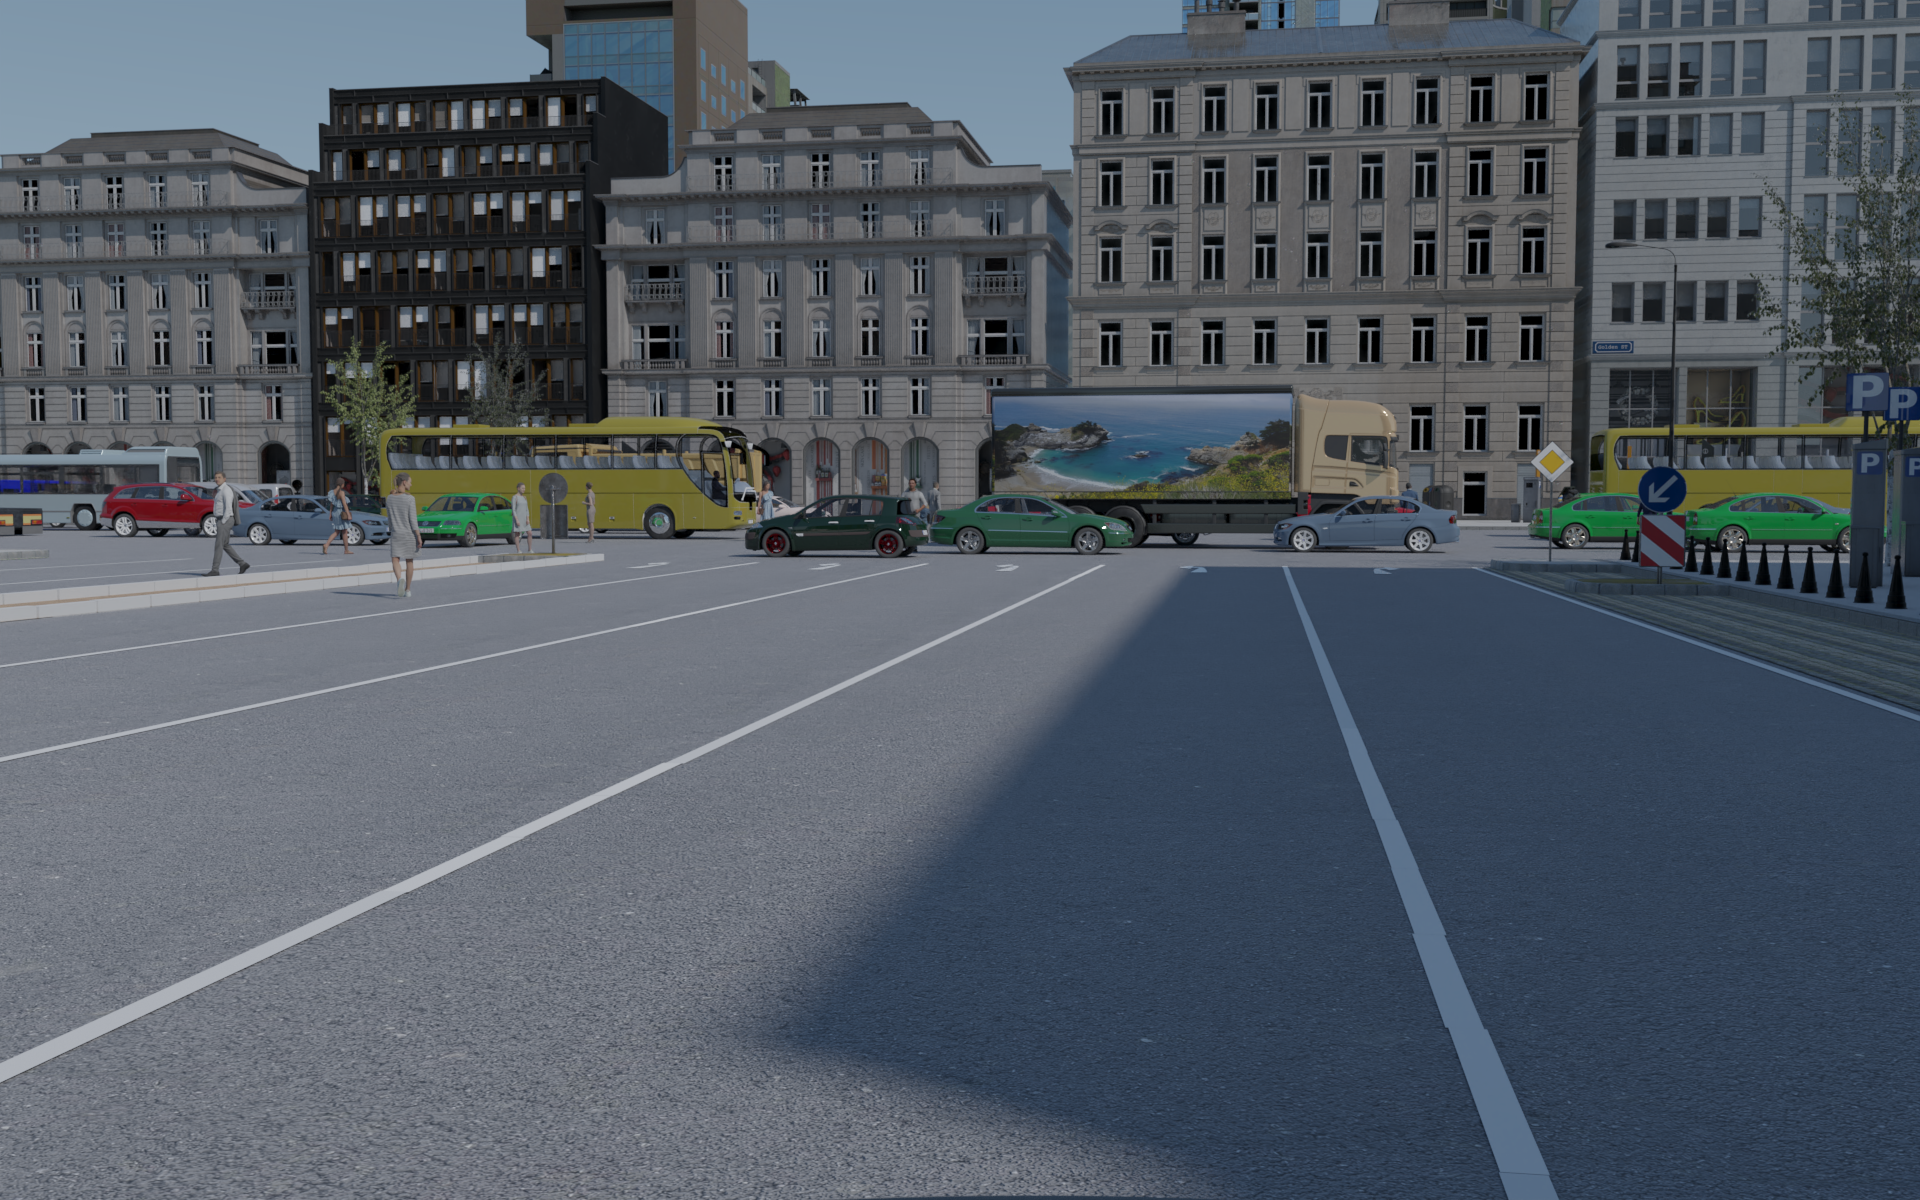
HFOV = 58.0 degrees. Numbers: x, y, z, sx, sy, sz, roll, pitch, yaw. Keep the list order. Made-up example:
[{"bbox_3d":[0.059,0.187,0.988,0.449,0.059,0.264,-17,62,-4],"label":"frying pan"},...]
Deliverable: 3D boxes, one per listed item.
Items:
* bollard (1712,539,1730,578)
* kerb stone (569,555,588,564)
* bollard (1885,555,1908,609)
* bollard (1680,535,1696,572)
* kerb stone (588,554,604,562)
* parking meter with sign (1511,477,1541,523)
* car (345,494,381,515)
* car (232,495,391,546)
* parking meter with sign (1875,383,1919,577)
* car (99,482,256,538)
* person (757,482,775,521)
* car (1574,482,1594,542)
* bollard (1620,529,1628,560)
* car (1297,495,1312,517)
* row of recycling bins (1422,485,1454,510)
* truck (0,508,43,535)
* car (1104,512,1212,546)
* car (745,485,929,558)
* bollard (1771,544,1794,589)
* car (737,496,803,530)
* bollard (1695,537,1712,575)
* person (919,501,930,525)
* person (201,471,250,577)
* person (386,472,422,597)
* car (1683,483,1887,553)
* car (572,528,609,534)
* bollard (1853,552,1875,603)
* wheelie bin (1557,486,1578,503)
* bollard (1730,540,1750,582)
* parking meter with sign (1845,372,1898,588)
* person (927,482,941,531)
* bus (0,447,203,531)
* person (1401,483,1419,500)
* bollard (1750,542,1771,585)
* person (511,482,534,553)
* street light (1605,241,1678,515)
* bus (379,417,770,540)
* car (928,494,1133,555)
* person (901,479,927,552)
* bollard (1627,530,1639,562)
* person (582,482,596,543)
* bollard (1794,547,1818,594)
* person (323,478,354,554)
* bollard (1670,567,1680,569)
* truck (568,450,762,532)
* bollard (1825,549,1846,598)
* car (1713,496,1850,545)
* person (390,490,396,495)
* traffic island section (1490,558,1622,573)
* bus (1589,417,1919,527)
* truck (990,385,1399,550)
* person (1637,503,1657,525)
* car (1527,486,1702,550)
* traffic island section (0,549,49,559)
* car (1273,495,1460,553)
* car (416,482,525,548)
[{"bbox_3d":[11.700,-0.639,26.496,0.229,0.601,0.229,0,3,0],"label":"bollard"},{"bbox_3d":[-7.959,-0.816,35.659,0.120,0.150,1.000,1,4,10],"label":"kerb stone"},{"bbox_3d":[10.486,-0.204,19.383,0.229,0.601,0.229,0,3,0],"label":"bollard"},{"bbox_3d":[12.050,-0.763,28.519,0.229,0.601,0.229,0,3,0],"label":"bollard"},{"bbox_3d":[-7.782,-0.885,36.677,0.120,0.150,1.000,1,4,10],"label":"kerb stone"},{"bbox_3d":[25.518,-4.955,77.268,1.738,3.016,0.543,2,4,32],"label":"parking meter with sign"},{"bbox_3d":[-23.828,-3.689,70.104,4.222,1.686,2.009,1,4,9],"label":"car"},{"bbox_3d":[-18.122,-2.247,48.746,4.499,1.417,2.014,0,4,8],"label":"car"},{"bbox_3d":[15.059,-1.907,27.447,0.543,3.016,1.738,1,4,18],"label":"parking meter with sign"},{"bbox_3d":[-25.910,-3.003,57.772,5.304,1.827,2.281,1,4,8],"label":"car"},{"bbox_3d":[-5.913,-2.688,52.547,0.616,1.811,0.778,-2,4,-29],"label":"person"},{"bbox_3d":[19.628,-2.707,53.056,1.959,1.807,4.718,1,4,10],"label":"car"},{"bbox_3d":[12.921,-1.074,33.604,0.229,0.601,0.229,0,3,0],"label":"bollard"},{"bbox_3d":[12.427,-2.733,53.725,4.494,1.783,2.155,1,4,10],"label":"car"},{"bbox_3d":[22.095,-4.454,79.938,1.069,1.692,3.534,0,4,4],"label":"row of recycling bins"},{"bbox_3d":[-41.296,-4.333,60.605,18.799,4.110,2.967,1,4,10],"label":"truck"},{"bbox_3d":[4.888,-2.475,49.144,5.304,1.827,2.281,0,4,8],"label":"car"},{"bbox_3d":[-2.809,-1.822,39.577,4.222,1.686,2.009,1,4,10],"label":"car"},{"bbox_3d":[11.179,-0.453,23.442,0.229,0.601,0.229,0,3,0],"label":"bollard"},{"bbox_3d":[-7.529,-3.530,70.074,4.827,1.381,2.083,1,4,11],"label":"car"},{"bbox_3d":[11.873,-0.701,27.508,0.229,0.601,0.229,0,3,0],"label":"bollard"},{"bbox_3d":[-1.335,-3.318,68.249,1.012,1.151,0.738,3,5,41],"label":"person"},{"bbox_3d":[-12.788,-1.315,30.094,0.850,1.850,0.679,-3,5,-40],"label":"person"},{"bbox_3d":[-7.682,-0.899,23.953,0.466,1.731,0.760,-1,4,-21],"label":"person"},{"bbox_3d":[20.277,-2.073,42.691,4.718,1.807,1.959,1,4,10],"label":"car"},{"bbox_3d":[-11.949,-3.132,63.204,4.499,1.417,2.014,1,4,10],"label":"car"},{"bbox_3d":[10.659,-0.267,20.405,0.229,0.601,0.229,0,3,0],"label":"bollard"},{"bbox_3d":[25.258,-3.906,71.775,0.980,1.594,0.693,-2,4,-31],"label":"wheelie bin"},{"bbox_3d":[11.523,-0.577,25.475,0.229,0.601,0.229,0,3,0],"label":"bollard"},{"bbox_3d":[12.700,-1.713,24.263,0.543,3.016,1.738,2,4,26],"label":"parking meter with sign"},{"bbox_3d":[-0.812,-2.832,54.927,0.709,1.813,0.853,3,5,40],"label":"person"},{"bbox_3d":[-36.983,-4.525,68.845,13.247,3.499,2.948,0,4,8],"label":"bus"},{"bbox_3d":[14.505,-2.881,55.792,0.721,1.800,0.419,0,4,-7],"label":"person"},{"bbox_3d":[11.350,-0.515,24.459,0.229,0.601,0.229,0,3,0],"label":"bollard"},{"bbox_3d":[-10.170,-1.872,40.109,0.522,1.701,0.512,2,4,31],"label":"person"},{"bbox_3d":[12.550,-3.631,31.903,1.470,5.913,1.316,1,4,10],"label":"street light"},{"bbox_3d":[-12.469,-3.944,56.025,12.252,3.916,2.896,1,4,9],"label":"bus"},{"bbox_3d":[1.703,-1.826,41.657,4.920,1.459,2.131,0,4,8],"label":"car"},{"bbox_3d":[-1.214,-2.046,42.106,0.875,1.805,0.789,0,4,5],"label":"person"},{"bbox_3d":[12.746,-1.012,32.580,0.229,0.601,0.229,0,3,0],"label":"bollard"},{"bbox_3d":[-10.826,-2.550,50.536,0.374,1.781,0.599,0,4,-1],"label":"person"},{"bbox_3d":[11.004,-0.391,22.429,0.229,0.601,0.229,0,3,0],"label":"bollard"},{"bbox_3d":[-14.659,-1.977,40.917,0.616,1.811,0.778,3,4,38],"label":"person"},{"bbox_3d":[12.227,-0.826,29.542,0.229,0.601,0.229,0,3,0],"label":"bollard"},{"bbox_3d":[-12.749,-4.376,67.471,9.791,3.379,3.469,1,4,11],"label":"truck"},{"bbox_3d":[10.833,-0.329,21.417,0.229,0.601,0.229,0,3,0],"label":"bollard"},{"bbox_3d":[22.941,-2.282,49.312,4.499,1.417,2.014,1,4,9],"label":"car"},{"bbox_3d":[-14.290,-2.034,44.030,0.388,1.546,0.482,-1,4,-19],"label":"person"},{"bbox_3d":[11.245,-0.653,32.957,2.009,0.180,2.903,1,4,10],"label":"traffic island section"},{"bbox_3d":[26.995,-3.945,56.048,12.252,3.916,2.896,1,4,9],"label":"bus"},{"bbox_3d":[6.551,-3.497,46.097,11.283,4.237,2.839,1,4,11],"label":"truck"},{"bbox_3d":[16.736,-1.909,42.258,0.480,1.512,0.613,3,4,38],"label":"person"},{"bbox_3d":[17.363,-2.236,45.348,4.718,1.807,1.959,1,4,9],"label":"car"},{"bbox_3d":[-21.817,-0.998,38.600,2.009,0.180,2.903,1,4,10],"label":"traffic island section"},{"bbox_3d":[10.026,-1.885,42.814,4.499,1.417,2.014,1,4,12],"label":"car"},{"bbox_3d":[-13.647,-2.388,47.845,1.959,1.807,4.718,1,4,11],"label":"car"}]
